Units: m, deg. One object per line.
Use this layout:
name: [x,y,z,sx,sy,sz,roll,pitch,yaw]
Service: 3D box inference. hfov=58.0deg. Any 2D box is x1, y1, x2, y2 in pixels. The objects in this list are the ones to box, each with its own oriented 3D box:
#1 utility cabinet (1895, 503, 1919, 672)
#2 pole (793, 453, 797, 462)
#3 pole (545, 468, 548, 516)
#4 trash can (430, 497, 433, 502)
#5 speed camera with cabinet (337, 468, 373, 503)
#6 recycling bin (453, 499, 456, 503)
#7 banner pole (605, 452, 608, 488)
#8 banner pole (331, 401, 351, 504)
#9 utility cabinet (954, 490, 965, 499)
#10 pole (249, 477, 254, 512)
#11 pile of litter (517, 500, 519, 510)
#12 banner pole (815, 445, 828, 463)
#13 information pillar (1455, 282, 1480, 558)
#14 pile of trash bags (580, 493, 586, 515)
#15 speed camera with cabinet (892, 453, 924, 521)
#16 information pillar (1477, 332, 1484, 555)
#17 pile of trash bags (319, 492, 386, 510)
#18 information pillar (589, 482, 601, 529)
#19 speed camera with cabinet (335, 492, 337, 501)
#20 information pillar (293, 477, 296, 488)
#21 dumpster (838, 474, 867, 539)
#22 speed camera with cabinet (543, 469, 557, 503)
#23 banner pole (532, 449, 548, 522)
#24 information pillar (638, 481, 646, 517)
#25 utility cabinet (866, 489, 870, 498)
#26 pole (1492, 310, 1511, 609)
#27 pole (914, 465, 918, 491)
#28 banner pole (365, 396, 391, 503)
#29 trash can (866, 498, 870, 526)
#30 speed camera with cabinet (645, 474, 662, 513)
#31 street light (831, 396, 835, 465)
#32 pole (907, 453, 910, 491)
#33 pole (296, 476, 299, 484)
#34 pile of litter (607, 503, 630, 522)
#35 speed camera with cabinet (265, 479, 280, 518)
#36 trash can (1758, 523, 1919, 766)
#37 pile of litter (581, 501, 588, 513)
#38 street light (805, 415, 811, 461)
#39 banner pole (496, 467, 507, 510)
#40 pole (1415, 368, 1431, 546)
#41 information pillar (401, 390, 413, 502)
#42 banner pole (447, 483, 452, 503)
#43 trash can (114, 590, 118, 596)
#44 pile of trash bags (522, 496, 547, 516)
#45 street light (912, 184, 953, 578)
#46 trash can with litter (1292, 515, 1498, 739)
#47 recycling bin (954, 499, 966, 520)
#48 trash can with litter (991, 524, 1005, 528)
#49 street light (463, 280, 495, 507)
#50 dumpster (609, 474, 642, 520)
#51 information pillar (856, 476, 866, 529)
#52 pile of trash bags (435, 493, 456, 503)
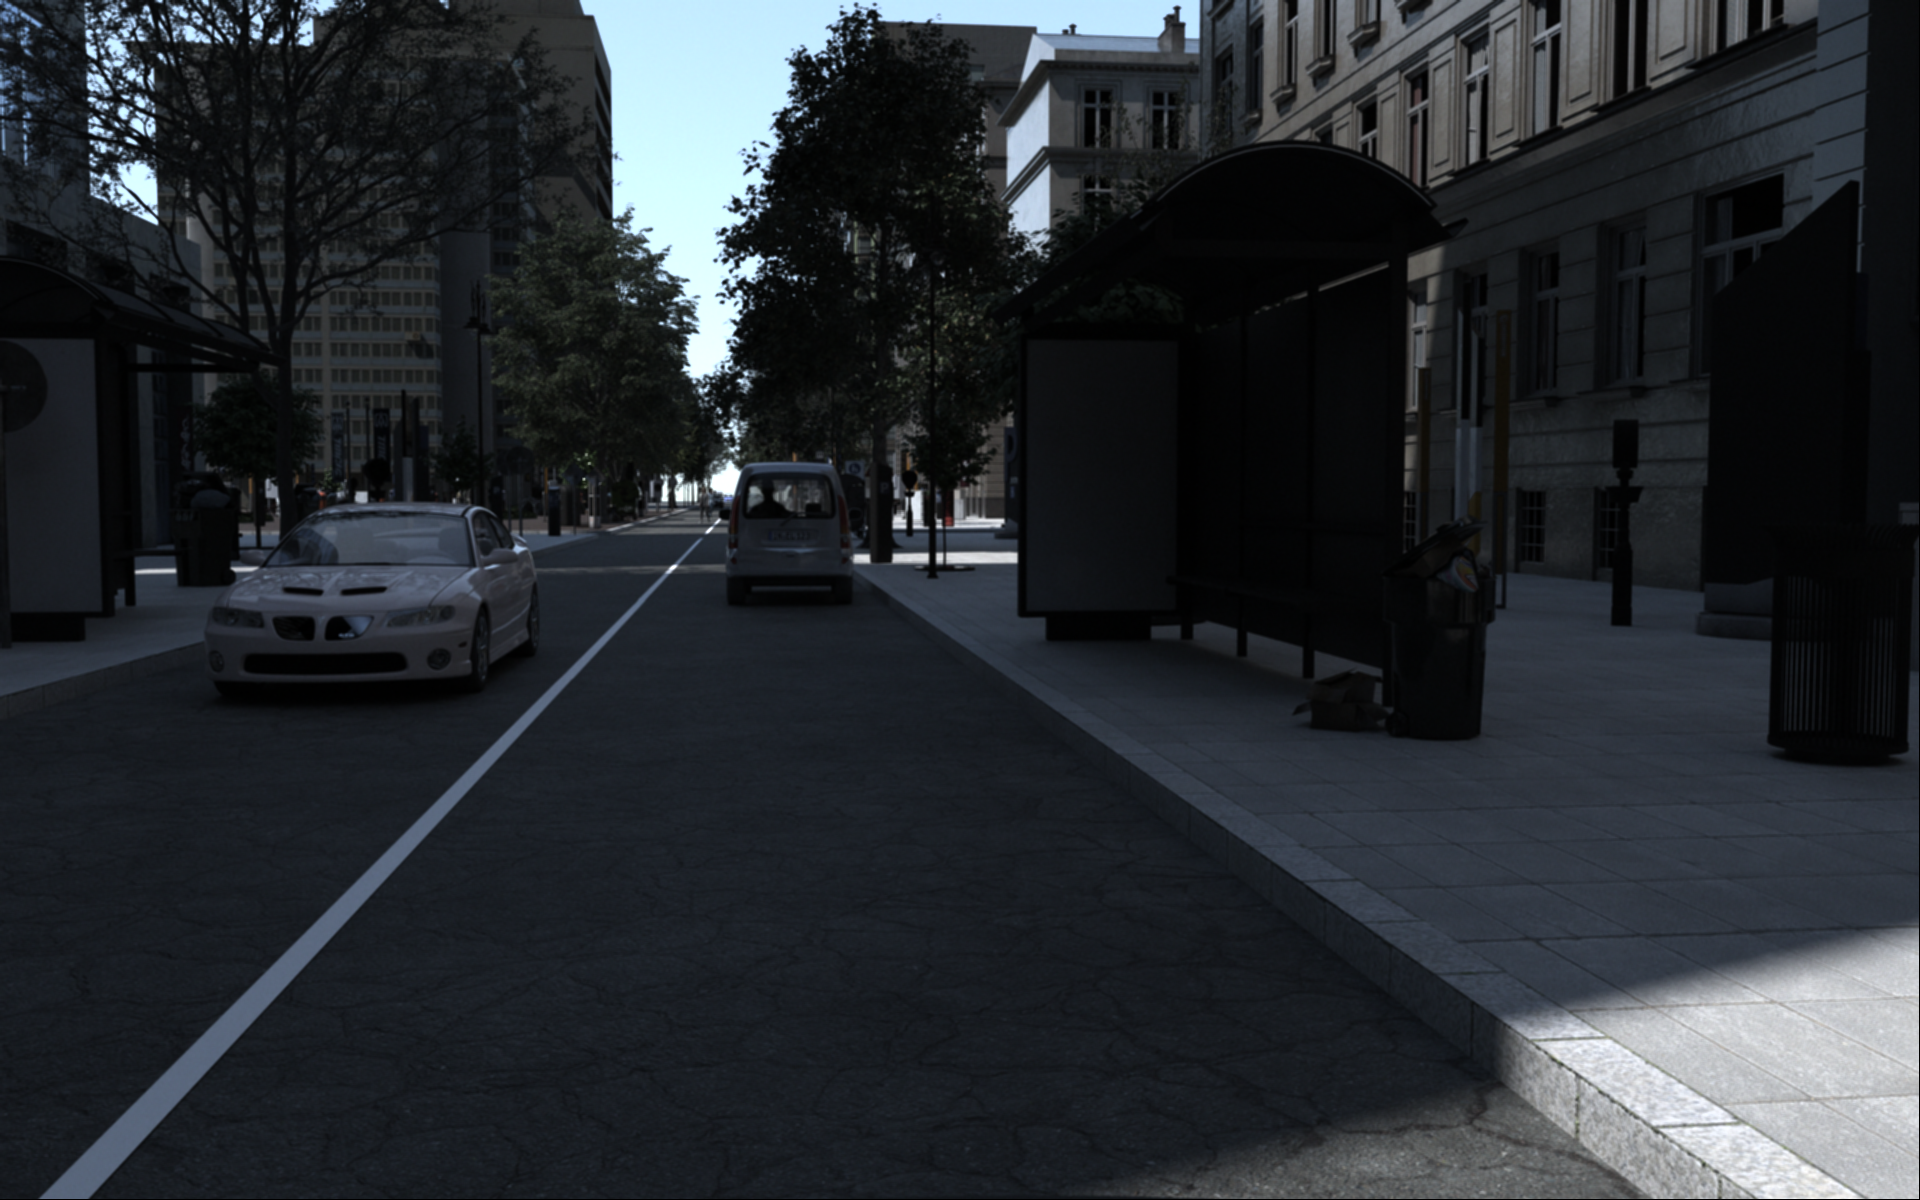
utility cabinet: [7.296,-0.076,12.397,1.020,1.237,0.306,2,4,34]
pole: [-8.019,-5.537,84.381,0.158,3.312,0.155,0,3,0]
pole: [-23.836,-6.481,99.809,0.158,3.312,0.155,0,3,0]
trash can: [-28.172,-4.880,91.441,0.748,1.137,0.748,0,3,0]
speed camera with cabinet: [-39.747,-7.318,113.993,2.038,3.252,0.660,0,4,7]
recycling bin: [-28.060,-5.189,97.402,0.722,1.027,0.722,-2,4,-35]
banner pole: [-17.990,-5.960,87.467,0.401,3.779,0.863,1,4,21]
banner pole: [-16.652,-3.469,46.728,0.863,3.779,0.401,2,4,26]
utility cabinet: [-0.156,-4.971,89.955,0.318,1.500,1.173,-2,4,-33]
pole: [-43.330,-6.851,105.856,0.158,3.312,0.155,0,3,0]
pile of litter: [-31.017,-6.678,123.150,1.176,0.858,1.719,-2,4,-28]
banner pole: [-6.699,-5.795,84.758,0.863,3.779,0.401,-2,4,-26]
information pillar: [5.661,-1.716,19.403,0.183,3.616,0.504,1,4,18]
pile of trash bags: [-23.985,-6.022,108.210,3.447,1.369,1.912,-2,4,-31]
speed camera with cabinet: [-2.471,-5.431,83.126,2.038,3.252,0.660,3,4,36]
information pillar: [6.365,-1.856,21.698,0.183,3.616,0.504,-1,4,-15]
pile of trash bags: [-28.278,-4.297,80.010,3.447,1.369,1.912,1,4,12]
information pillar: [-13.497,-3.637,63.960,0.304,2.012,0.304,3,5,43]
speed camera with cabinet: [-44.240,-7.894,123.396,0.660,3.252,2.038,-3,5,-39]
information pillar: [-29.480,-4.401,76.444,0.304,2.012,0.304,-1,4,-10]
dumpster: [-3.323,-2.688,49.712,1.264,1.857,1.865,0,4,-7]
speed camera with cabinet: [-27.494,-7.447,116.094,0.660,3.252,2.038,-2,4,-25]
banner pole: [-19.440,-5.511,80.121,0.863,3.779,0.401,-3,5,-44]
information pillar: [-17.646,-5.601,96.061,0.304,2.012,0.304,1,4,14]
utility cabinet: [-3.900,-3.781,70.491,0.318,1.500,1.173,3,4,39]
pole: [6.040,-1.559,19.331,0.158,3.312,0.155,0,3,0]
pole: [-2.305,-5.929,90.785,0.158,3.312,0.155,0,3,0]
banner pole: [-14.970,-3.329,44.454,0.863,3.779,0.401,1,4,11]
trash can: [-3.308,-3.323,65.990,0.748,1.137,0.748,0,3,0]
speed camera with cabinet: [-21.444,-7.604,118.654,2.038,3.252,0.660,-2,4,-33]
street light: [-4.020,-5.016,54.795,0.468,5.910,1.993,0,4,-7]
pole: [-2.540,-5.599,85.385,0.158,3.312,0.155,0,3,0]
pole: [-47.754,-8.017,124.920,0.158,3.312,0.155,0,3,0]
pile of litter: [-15.772,-4.017,79.650,1.176,0.858,1.719,-1,4,-18]
speed camera with cabinet: [-40.942,-6.719,104.190,2.038,3.252,0.660,3,4,36]
trash can: [4.251,0.201,8.366,0.748,1.137,0.748,0,3,0]
pile of litter: [-25.740,-6.330,117.462,1.176,0.858,1.719,-1,4,-22]
street light: [-7.110,-6.571,80.217,0.468,5.910,1.993,0,4,-7]
banner pole: [-29.868,-7.523,113.021,0.863,3.779,0.401,-2,4,-31]
pole: [7.499,-2.092,28.054,0.158,3.312,0.155,0,3,0]
information pillar: [-12.471,-2.920,39.101,0.183,3.616,0.504,0,4,-2]
banner pole: [-37.321,-8.381,127.043,0.863,3.779,0.401,-2,4,-30]
trash can: [-10.490,-0.562,20.847,0.748,1.137,0.748,0,3,0]
pile of trash bags: [-24.369,-5.620,101.634,3.447,1.369,1.912,3,4,38]
street light: [-0.419,-3.269,26.230,0.468,5.910,1.993,0,4,-7]
trash can with litter: [2.307,0.130,9.264,1.055,1.170,0.624,2,4,33]
recycling bin: [-0.114,-4.407,84.602,0.722,1.027,0.722,1,4,9]
trash can with litter: [2.176,-3.351,65.843,2.233,1.210,1.678,3,5,42]
street light: [-10.395,-3.960,37.541,0.468,5.910,1.993,0,4,-7]
dumpster: [-16.421,-5.042,84.937,1.502,2.255,1.985,0,4,-7]
information pillar: [-3.643,-3.587,63.139,0.304,2.012,0.304,3,4,36]
pile of trash bags: [-31.454,-5.852,105.433,1.912,1.369,3.447,0,4,3]
